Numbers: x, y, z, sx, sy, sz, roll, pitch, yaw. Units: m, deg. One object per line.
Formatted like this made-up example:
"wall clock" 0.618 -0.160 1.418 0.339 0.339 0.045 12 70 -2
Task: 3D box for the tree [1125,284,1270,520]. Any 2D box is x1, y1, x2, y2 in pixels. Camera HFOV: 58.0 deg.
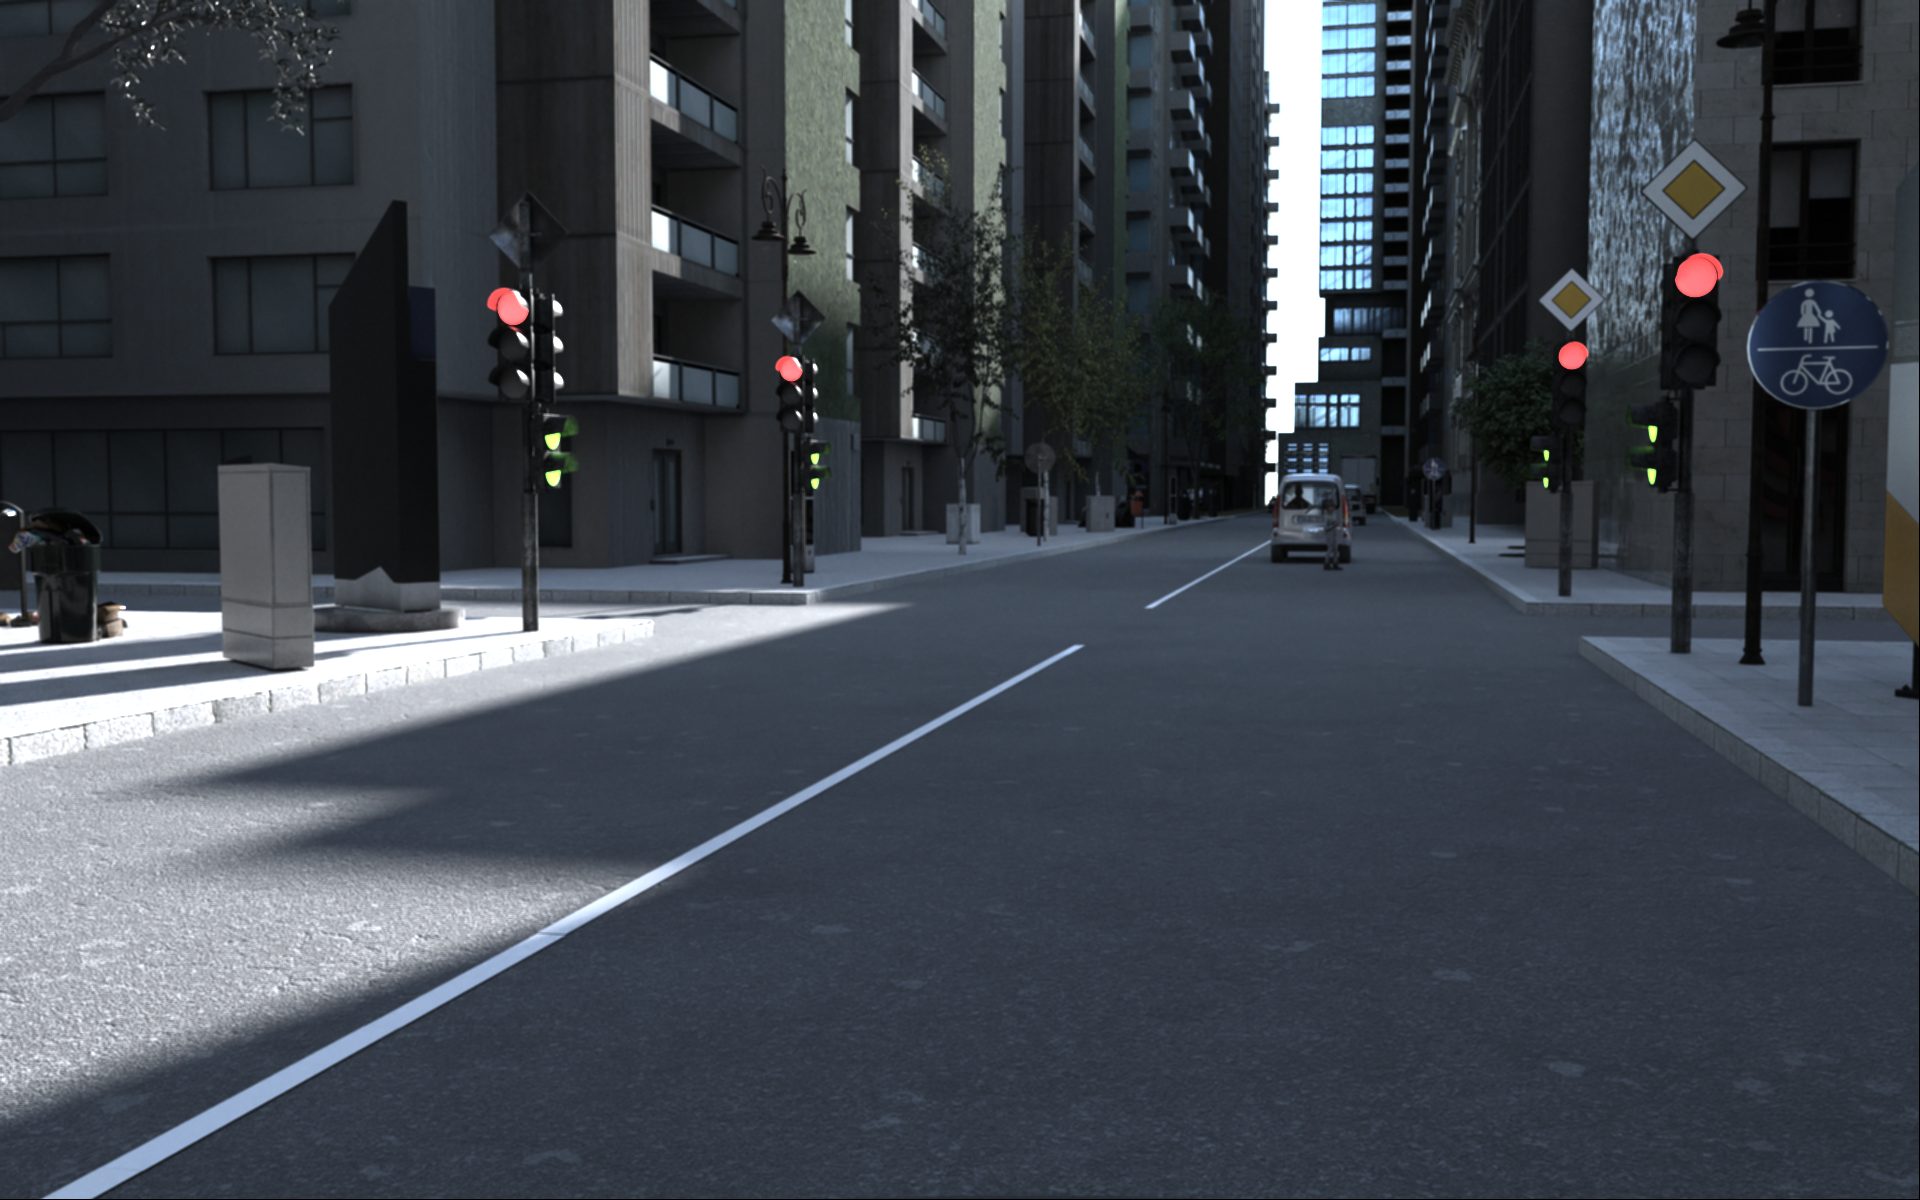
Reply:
"tree" 11.854 -9.891 87.471 9.928 11.665 9.643 0 3 0

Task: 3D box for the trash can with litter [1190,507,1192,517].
"trash can with litter" 12.890 -5.235 96.973 0.624 1.170 1.055 -1 4 -17

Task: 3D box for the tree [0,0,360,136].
"tree" -6.135 -6.058 9.427 12.009 13.543 11.850 0 3 0

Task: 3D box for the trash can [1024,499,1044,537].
"trash can" 2.308 -2.496 52.469 0.748 1.137 0.748 0 3 0

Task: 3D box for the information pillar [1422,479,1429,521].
"information pillar" 22.089 -4.755 82.235 0.304 2.012 0.304 1 4 12

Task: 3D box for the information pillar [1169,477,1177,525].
"information pillar" 8.953 -4.182 72.873 0.304 2.012 0.304 0 4 -2

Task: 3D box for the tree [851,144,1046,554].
"tree" -0.040 -5.262 36.391 4.360 8.622 3.978 0 3 0

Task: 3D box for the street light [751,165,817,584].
"street light" -2.490 -3.178 24.741 0.468 5.910 1.993 1 4 13

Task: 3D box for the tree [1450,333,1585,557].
"tree" 11.789 -3.174 35.606 4.285 4.588 4.351 0 3 0

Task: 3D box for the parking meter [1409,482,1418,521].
"parking meter" 21.277 -4.623 81.303 0.399 1.863 0.255 2 4 26

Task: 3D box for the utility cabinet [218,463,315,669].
"utility cabinet" -5.194 -0.263 12.971 0.318 1.500 1.173 -3 5 -40

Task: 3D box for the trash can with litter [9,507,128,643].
"trash can with litter" -7.787 -0.233 15.203 0.624 1.170 1.055 0 4 -4

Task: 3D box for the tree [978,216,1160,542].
"tree" 2.536 -5.869 46.322 4.737 8.622 4.395 0 3 0

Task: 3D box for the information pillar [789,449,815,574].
"information pillar" -2.561 -1.440 28.034 0.304 2.012 0.304 2 4 27

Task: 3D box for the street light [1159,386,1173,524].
"street light" 8.836 -6.202 74.191 0.468 5.910 1.993 1 4 13

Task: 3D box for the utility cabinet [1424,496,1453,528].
"utility cabinet" 18.366 -3.384 66.484 1.020 1.237 0.306 0 4 -2

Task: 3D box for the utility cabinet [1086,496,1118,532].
"utility cabinet" 4.751 -2.896 58.513 1.020 1.237 0.306 -2 4 -31

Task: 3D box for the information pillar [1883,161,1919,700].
"information pillar" 6.042 -1.190 10.818 0.183 3.616 0.504 -1 4 -19

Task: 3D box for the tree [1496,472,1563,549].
"tree" 13.528 -2.815 40.621 1.663 3.219 1.824 0 3 0

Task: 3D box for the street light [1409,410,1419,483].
"street light" 24.624 -7.420 94.103 0.468 5.910 1.993 1 4 13

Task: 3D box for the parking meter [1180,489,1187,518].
"parking meter" 11.667 -5.016 90.423 0.372 1.533 0.369 0 3 0

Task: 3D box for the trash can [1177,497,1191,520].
"trash can" 10.895 -4.444 84.319 0.748 1.137 0.748 0 3 0

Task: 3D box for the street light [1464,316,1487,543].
"street light" 13.405 -4.426 45.158 0.468 5.910 1.993 1 4 13

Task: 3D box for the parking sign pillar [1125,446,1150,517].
"parking sign pillar" 9.885 -6.611 96.570 1.447 3.967 1.447 -1 4 -15

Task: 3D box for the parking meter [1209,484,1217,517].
"parking meter" 13.945 -5.495 95.553 0.255 1.863 0.399 -2 4 -33

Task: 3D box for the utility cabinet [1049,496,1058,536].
"utility cabinet" 2.875 -2.604 53.730 0.306 1.237 1.020 0 4 1

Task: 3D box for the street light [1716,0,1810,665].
"street light" 5.986 -2.454 12.909 0.468 5.910 1.993 1 4 13

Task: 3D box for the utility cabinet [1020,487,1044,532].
"utility cabinet" 2.395 -2.999 57.705 0.318 1.500 1.173 -2 4 -25

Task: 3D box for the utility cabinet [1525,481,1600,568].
"utility cabinet" 10.383 -1.296 29.871 1.173 1.500 0.318 3 5 40

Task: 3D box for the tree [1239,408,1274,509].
"tree" 24.585 -11.934 145.482 4.360 8.622 3.978 0 3 0

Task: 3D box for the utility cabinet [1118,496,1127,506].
"utility cabinet" 6.600 -3.684 71.389 0.306 1.237 1.020 -1 4 -10

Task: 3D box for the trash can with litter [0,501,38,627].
"trash can with litter" -9.772 -0.369 17.095 2.233 1.210 1.678 0 4 7

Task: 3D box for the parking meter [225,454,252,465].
"parking meter" -10.598 -1.207 25.450 0.399 1.863 0.255 -2 4 -25
